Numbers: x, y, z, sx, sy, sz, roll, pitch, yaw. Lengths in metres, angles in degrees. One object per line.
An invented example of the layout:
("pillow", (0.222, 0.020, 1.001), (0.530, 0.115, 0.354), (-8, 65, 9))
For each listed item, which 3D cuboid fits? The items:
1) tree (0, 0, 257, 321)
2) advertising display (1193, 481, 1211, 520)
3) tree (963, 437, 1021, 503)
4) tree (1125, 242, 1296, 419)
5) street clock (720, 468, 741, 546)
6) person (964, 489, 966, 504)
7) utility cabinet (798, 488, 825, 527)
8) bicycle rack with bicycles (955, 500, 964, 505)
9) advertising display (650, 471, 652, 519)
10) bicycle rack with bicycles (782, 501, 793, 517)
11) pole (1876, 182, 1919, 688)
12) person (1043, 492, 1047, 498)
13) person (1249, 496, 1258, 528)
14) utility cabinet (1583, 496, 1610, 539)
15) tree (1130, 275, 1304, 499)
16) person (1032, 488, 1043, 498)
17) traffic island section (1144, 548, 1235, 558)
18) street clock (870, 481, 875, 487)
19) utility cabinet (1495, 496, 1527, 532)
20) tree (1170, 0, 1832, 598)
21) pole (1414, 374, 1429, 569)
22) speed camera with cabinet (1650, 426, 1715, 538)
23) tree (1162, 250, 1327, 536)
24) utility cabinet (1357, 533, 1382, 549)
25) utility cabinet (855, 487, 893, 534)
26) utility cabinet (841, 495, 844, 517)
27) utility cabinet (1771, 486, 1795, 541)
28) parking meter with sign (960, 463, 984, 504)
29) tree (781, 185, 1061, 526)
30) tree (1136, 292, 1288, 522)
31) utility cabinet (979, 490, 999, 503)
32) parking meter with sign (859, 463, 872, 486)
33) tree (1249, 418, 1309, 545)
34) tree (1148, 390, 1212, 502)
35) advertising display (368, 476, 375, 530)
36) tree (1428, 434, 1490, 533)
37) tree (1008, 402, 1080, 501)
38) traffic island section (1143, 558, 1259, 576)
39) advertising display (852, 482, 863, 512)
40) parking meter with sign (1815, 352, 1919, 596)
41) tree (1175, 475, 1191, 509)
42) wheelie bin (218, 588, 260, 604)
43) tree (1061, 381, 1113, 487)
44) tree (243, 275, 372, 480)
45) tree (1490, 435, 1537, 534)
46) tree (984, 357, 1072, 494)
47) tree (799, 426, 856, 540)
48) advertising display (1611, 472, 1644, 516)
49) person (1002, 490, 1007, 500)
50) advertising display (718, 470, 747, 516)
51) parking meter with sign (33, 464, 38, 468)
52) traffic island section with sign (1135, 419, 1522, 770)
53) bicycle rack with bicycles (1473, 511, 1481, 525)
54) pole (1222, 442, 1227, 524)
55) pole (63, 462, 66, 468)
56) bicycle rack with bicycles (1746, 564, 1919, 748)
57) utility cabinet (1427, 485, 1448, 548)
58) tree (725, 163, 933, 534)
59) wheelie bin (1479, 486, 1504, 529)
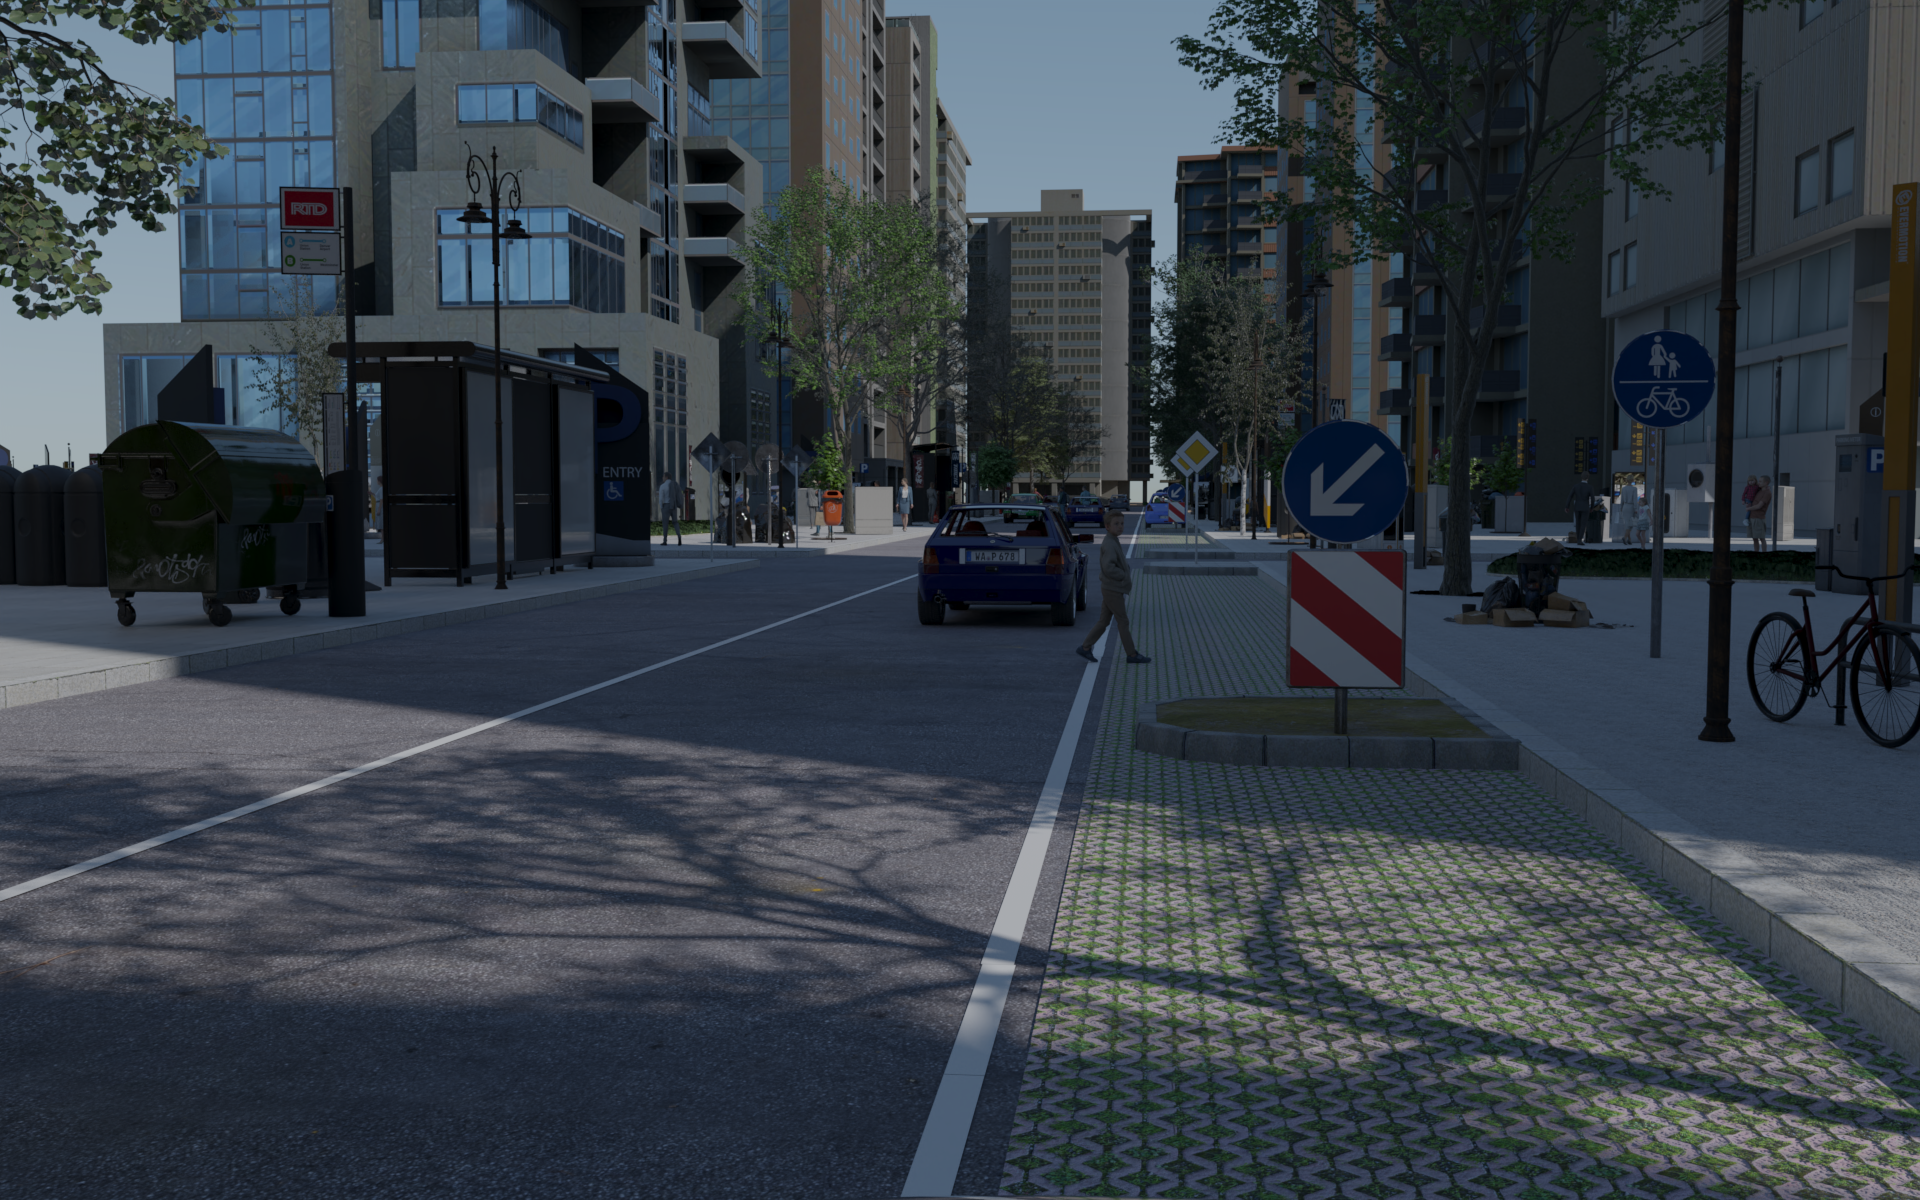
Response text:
("tree", (-8.472, -6.316, 9.929), (9.857, 13.997, 8.962), (0, 3, 0))
("advertising display", (12.046, -4.960, 86.315), (0.974, 1.923, 0.123), (3, 5, 40))
("tree", (1.843, -7.053, 99.030), (4.285, 4.588, 4.351), (0, 3, 0))
("tree", (18.467, -16.659, 128.262), (12.611, 20.169, 13.585), (0, 3, 0))
("street clock", (-5.701, -2.352, 43.031), (0.471, 2.002, 0.358), (-1, 4, -19))
("person", (0.588, -8.503, 145.729), (0.551, 1.740, 0.621), (1, 4, 20))
("utility cabinet", (-5.798, -3.588, 67.336), (1.173, 1.500, 0.318), (2, 4, 34))
("bicycle rack with bicycles", (-0.436, -6.135, 113.692), (2.925, 0.926, 2.852), (3, 4, 38))
("advertising display", (-8.742, -2.640, 48.384), (0.123, 1.923, 0.974), (-1, 4, -18))
("bicycle rack with bicycles", (-10.351, -5.098, 96.737), (2.852, 0.926, 2.925), (1, 4, 17))
("pole", (6.241, -1.079, 11.487), (0.158, 3.312, 0.155), (0, 3, 0))
("person", (7.783, -9.129, 158.519), (0.599, 1.433, 0.991), (-3, 5, -41))
("person", (11.121, -3.356, 65.588), (0.362, 1.253, 0.373), (2, 4, 31))
("utility cabinet", (18.181, -2.356, 49.689), (0.306, 1.237, 1.020), (-1, 4, -20))
("tree", (15.003, -11.855, 100.482), (9.857, 13.997, 8.962), (0, 3, 0))
("person", (6.196, -8.243, 141.536), (1.217, 1.743, 0.721), (1, 4, 21))
("traffic island section", (5.229, -1.062, 39.648), (2.009, 0.180, 2.903), (0, 4, 6))
("street clock", (-4.580, -5.427, 93.293), (0.471, 2.002, 0.358), (-3, 4, -38))
("utility cabinet", (18.684, -2.911, 58.754), (1.020, 1.237, 0.306), (1, 4, 19))
("tree", (6.468, -5.860, 21.569), (9.928, 11.665, 9.643), (0, 3, 0))
("pole", (7.865, -2.181, 29.503), (0.158, 3.312, 0.155), (0, 3, 0))
("speed camera with cabinet", (21.202, -3.448, 50.711), (0.660, 3.252, 2.038), (-2, 4, -24))
("tree", (8.920, -6.304, 53.425), (4.360, 8.622, 3.978), (0, 3, 0))
("utility cabinet", (9.770, -1.797, 40.549), (0.306, 1.237, 1.020), (-2, 4, -35))
("utility cabinet", (-2.719, -2.803, 54.508), (1.173, 1.500, 0.318), (-1, 4, -10))
("utility cabinet", (-6.426, -5.275, 97.407), (0.306, 1.237, 1.020), (2, 4, 26))
("utility cabinet", (22.603, -2.376, 47.531), (0.318, 1.500, 1.173), (3, 4, 38))
("parking meter with sign", (0.660, -6.056, 95.283), (0.543, 3.016, 1.738), (-3, 5, -40))
("tree", (-2.079, -9.732, 69.489), (12.009, 13.543, 11.850), (0, 3, 0))
("tree", (11.712, -8.947, 80.703), (7.601, 10.594, 8.767), (0, 4, 3))
("utility cabinet", (1.772, -5.877, 104.771), (1.173, 1.500, 0.318), (0, 4, 6))
("parking meter with sign", (-4.997, -6.209, 97.774), (0.543, 3.016, 1.738), (-2, 4, -33))
("tree", (8.444, -3.019, 43.967), (1.663, 3.219, 1.824), (0, 3, 0))
("tree", (23.098, -16.116, 181.621), (7.486, 12.596, 7.792), (0, 3, 0))
("advertising display", (-21.384, -3.484, 62.184), (0.974, 1.923, 0.123), (2, 4, 25))
("tree", (14.266, -3.395, 50.114), (1.663, 3.219, 1.824), (0, 3, 0))
("tree", (7.009, -13.372, 153.046), (7.601, 10.594, 8.767), (-1, 4, -10))
("traffic island section", (4.367, -0.577, 31.709), (2.009, 0.180, 2.903), (0, 4, 6))
("advertising display", (-5.499, -5.340, 92.529), (0.123, 1.923, 0.974), (-3, 4, -36))
("parking meter with sign", (11.574, -1.583, 22.147), (0.543, 3.016, 1.738), (0, 4, -2))
("tree", (19.146, -9.404, 148.354), (1.663, 3.219, 1.824), (0, 3, 0))
("wheelie bin", (-8.589, -0.762, 20.360), (0.693, 1.594, 0.980), (-2, 4, -27))
("tree", (3.230, -12.814, 119.883), (12.009, 13.543, 11.850), (0, 3, 0))
("tree", (-20.780, -6.459, 55.974), (4.360, 8.622, 3.978), (0, 3, 0))
("tree", (17.862, -3.800, 56.725), (1.663, 3.219, 1.824), (0, 3, 0))
("tree", (5.511, -13.717, 142.400), (7.486, 12.596, 7.792), (0, 3, 0))
("tree", (-3.592, -3.310, 48.716), (1.663, 3.219, 1.824), (0, 3, 0))
("advertising display", (19.275, -2.735, 49.927), (0.974, 1.923, 0.123), (0, 4, -5))
("person", (4.824, -10.899, 185.026), (1.217, 1.735, 0.721), (-3, 5, -42))
("advertising display", (-6.217, -2.575, 47.316), (0.974, 1.923, 0.123), (3, 4, 36))
("parking meter with sign", (-54.999, -6.438, 101.519), (1.738, 3.016, 0.543), (0, 4, -6))
("traffic island section with sign", (2.015, -0.081, 9.956), (1.989, 1.847, 2.006), (0, 4, 6))
("bicycle rack with bicycles", (19.104, -3.356, 68.248), (2.925, 0.926, 2.852), (-2, 4, -24))
("pole", (10.459, -4.565, 68.476), (0.158, 3.312, 0.155), (0, 3, 0))
("pole", (-57.299, -7.160, 110.911), (0.158, 3.312, 0.155), (0, 3, 0))
("bicycle rack with bicycles", (5.637, 0.295, 8.555), (2.852, 0.926, 2.925), (0, 4, 1))
("utility cabinet", (11.278, -2.001, 41.394), (0.318, 1.500, 1.173), (-1, 4, -9))
("tree", (-3.774, -7.954, 55.802), (9.928, 11.665, 9.643), (0, 3, 0))
("wheelie bin", (19.650, -3.430, 63.986), (0.693, 1.594, 0.980), (-3, 4, -36))
